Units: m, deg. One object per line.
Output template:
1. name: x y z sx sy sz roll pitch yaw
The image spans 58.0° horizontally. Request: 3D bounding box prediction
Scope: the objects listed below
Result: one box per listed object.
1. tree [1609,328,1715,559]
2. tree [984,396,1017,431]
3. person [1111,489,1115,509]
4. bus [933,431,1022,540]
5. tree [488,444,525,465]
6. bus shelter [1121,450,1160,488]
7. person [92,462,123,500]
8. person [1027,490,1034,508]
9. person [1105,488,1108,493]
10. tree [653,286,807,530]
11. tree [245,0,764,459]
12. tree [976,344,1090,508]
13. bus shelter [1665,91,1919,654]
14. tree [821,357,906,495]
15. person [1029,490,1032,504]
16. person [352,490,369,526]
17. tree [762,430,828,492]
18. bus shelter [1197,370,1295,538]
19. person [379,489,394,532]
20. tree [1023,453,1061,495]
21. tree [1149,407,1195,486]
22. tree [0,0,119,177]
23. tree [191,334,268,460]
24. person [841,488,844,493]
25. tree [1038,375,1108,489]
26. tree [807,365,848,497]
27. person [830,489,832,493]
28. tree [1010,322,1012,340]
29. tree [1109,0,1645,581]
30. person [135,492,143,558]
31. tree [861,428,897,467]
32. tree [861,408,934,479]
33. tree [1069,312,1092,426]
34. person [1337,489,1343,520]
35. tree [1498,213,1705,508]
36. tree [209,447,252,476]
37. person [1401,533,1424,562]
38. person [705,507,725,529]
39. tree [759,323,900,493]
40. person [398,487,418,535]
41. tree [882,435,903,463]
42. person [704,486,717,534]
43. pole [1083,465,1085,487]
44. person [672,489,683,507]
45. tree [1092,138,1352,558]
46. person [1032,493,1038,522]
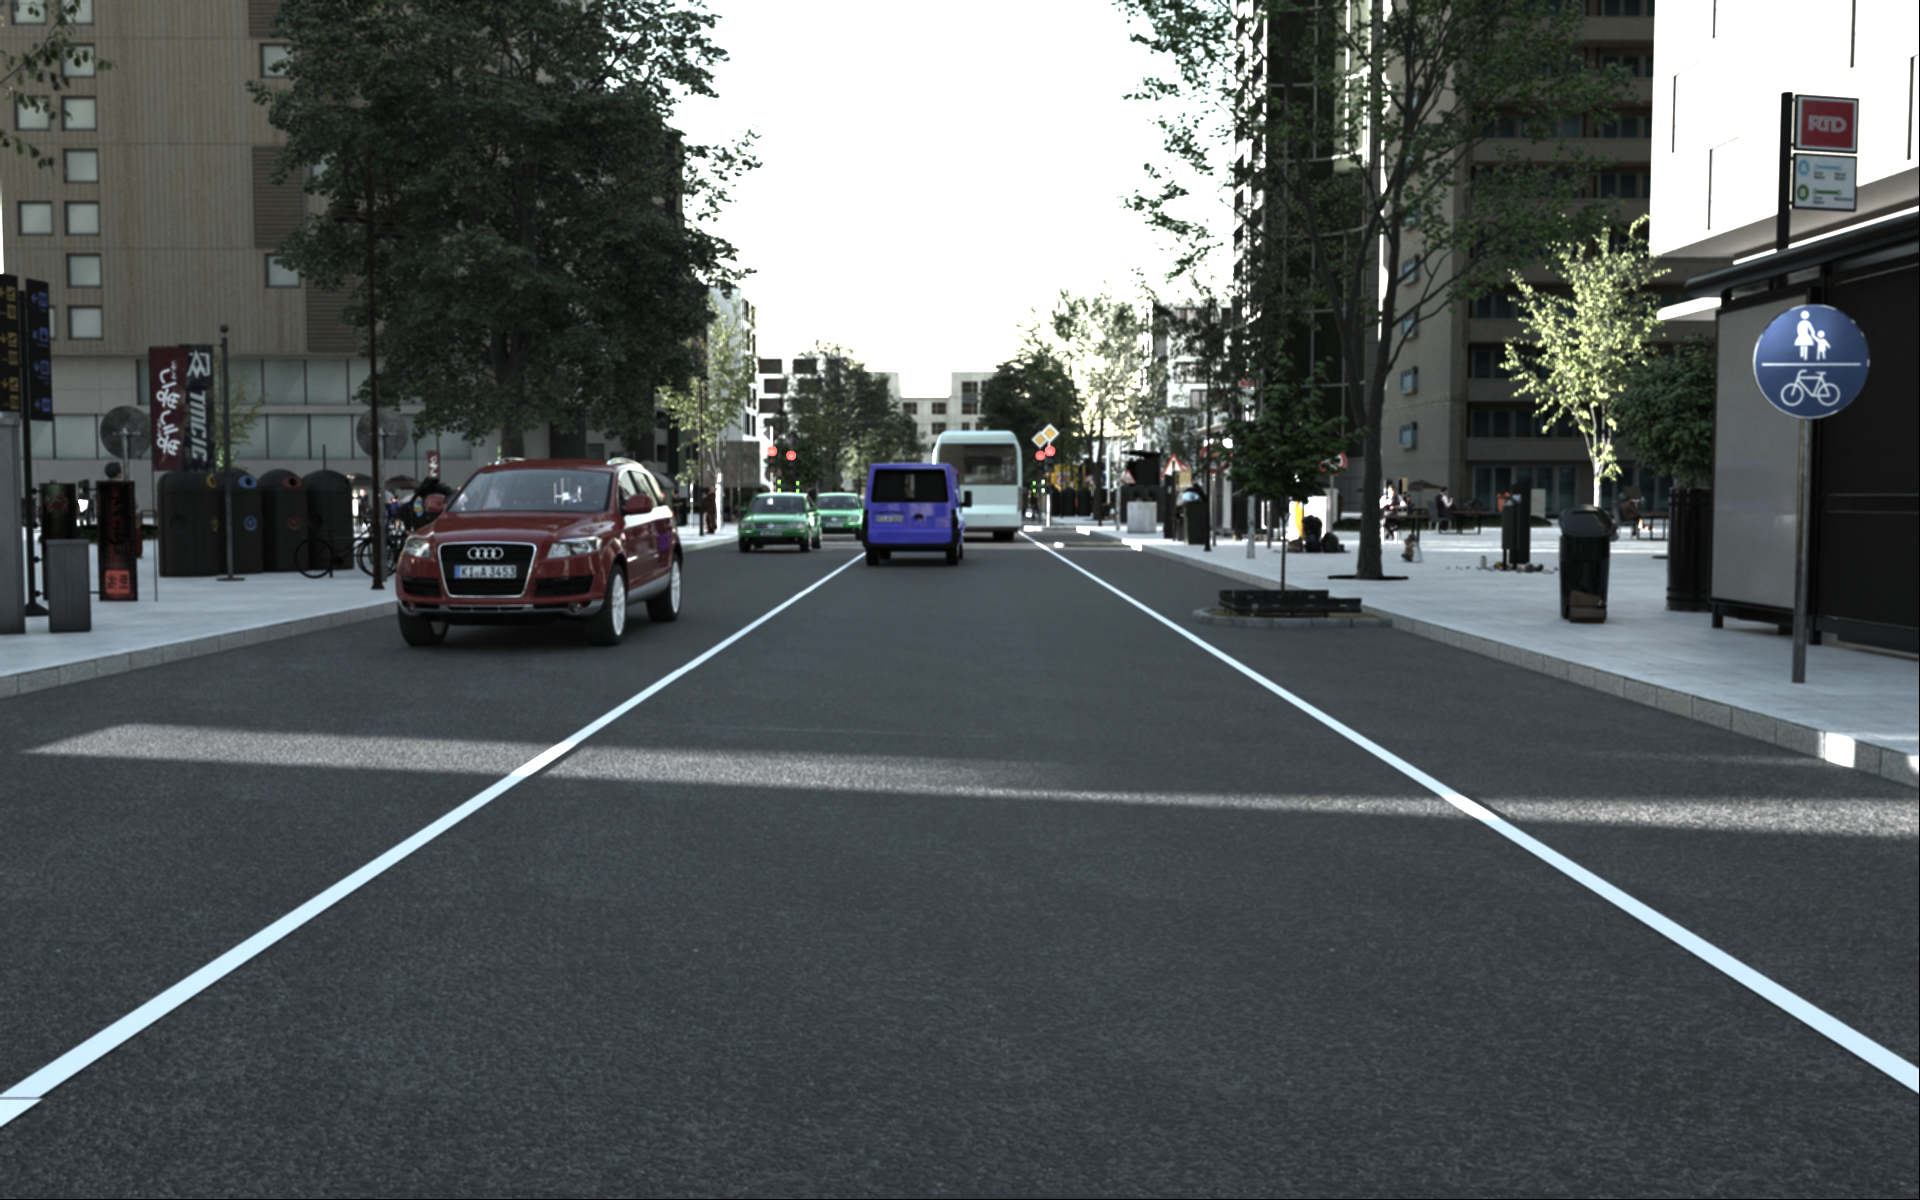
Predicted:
1. tree: 14.634 -3.099 34.385 4.285 4.588 4.351 0 3 0
2. tree: 5.631 -16.810 192.976 7.486 12.596 7.792 0 3 0
3. person: 13.239 -8.728 149.436 0.565 1.739 0.600 0 4 1
4. bus: 0.390 -3.786 56.765 2.948 3.499 13.247 0 4 -1
5. tree: -14.909 -3.825 57.143 1.663 3.219 1.824 0 3 0
6. bus shelter: 9.779 -6.304 94.355 1.731 3.624 6.357 0 3 0
7. person: -11.983 -1.082 24.451 0.376 1.734 0.841 -2 4 -33
8. person: 6.481 -9.051 154.545 1.217 1.766 0.721 0 4 -4
9. person: 13.852 -9.709 164.785 0.705 1.824 1.348 0 4 3
10. tree: -8.679 -6.785 61.303 4.737 8.622 4.395 0 3 0
11. tree: -8.763 -7.795 34.107 9.857 13.997 8.962 0 3 0
12. tree: 6.303 -14.527 144.165 9.857 13.997 8.962 0 3 0
13. bus shelter: 8.025 -2.288 15.036 2.179 5.291 8.768 0 4 0
14. tree: -8.369 -13.815 143.998 7.486 12.596 7.792 0 3 0
15. person: 8.685 -12.690 213.531 0.705 1.823 1.348 1 4 14
16. person: -25.023 -3.847 72.204 0.742 1.727 0.445 -3 5 -39
17. tree: -8.455 -6.427 88.801 4.285 4.588 4.351 0 3 0
18. bus shelter: 8.658 -4.658 53.790 2.179 5.291 8.768 0 4 0
19. person: -19.421 -3.070 58.455 0.614 1.554 0.590 0 4 -7
20. tree: 6.316 -8.881 128.910 4.285 4.588 4.351 0 3 0
21. tree: 17.880 -11.974 146.130 4.737 8.622 4.395 0 3 0
22. tree: -8.592 -3.790 12.335 4.360 8.622 3.978 0 3 0
23. tree: -34.810 -7.980 80.831 4.737 8.622 4.395 0 3 0
24. person: -5.778 -4.661 85.418 0.576 1.737 0.504 0 4 -4
25. tree: 6.423 -9.334 102.979 4.737 8.622 4.395 0 3 0
26. tree: -8.118 -9.010 97.677 4.737 8.622 4.395 0 3 0
27. person: -11.239 -8.892 152.231 0.445 1.727 0.742 2 4 25
28. tree: 6.529 -9.674 83.921 9.928 11.665 9.643 0 3 0
29. tree: 6.026 -6.109 25.632 9.928 11.665 9.643 0 3 0
30. person: -16.539 -1.592 34.545 0.523 1.526 0.387 1 4 9
31. tree: -8.076 -12.694 157.908 4.360 8.622 3.978 0 3 0
32. tree: -8.141 -18.876 225.635 9.611 12.733 9.660 0 3 0
33. tree: 5.815 -6.771 61.063 4.360 8.622 3.978 0 3 0
34. person: 18.439 -4.650 84.339 0.388 1.546 0.482 0 4 -2
35. tree: 16.058 -5.724 43.949 4.737 8.622 4.395 0 3 0
36. tree: -27.188 -4.255 64.178 1.663 3.219 1.824 0 3 0
37. person: 8.547 -0.988 32.670 0.357 0.543 0.381 3 5 40
38. person: -8.873 -2.975 62.973 0.655 0.850 0.859 -2 4 -32
39. tree: -9.149 -13.060 123.901 12.009 13.543 11.850 0 3 0
40. person: -12.184 -1.796 38.601 0.628 1.438 0.799 -1 4 -18
41. tree: -9.125 -16.175 214.816 4.737 8.622 4.395 0 3 0
42. person: -8.035 -2.905 55.810 0.388 1.546 0.482 -3 5 -39
43. pole: 8.369 -7.529 116.946 0.158 3.312 0.155 0 3 0
44. person: -8.175 -2.383 48.190 0.799 1.438 0.628 -2 4 -26
45. tree: 5.617 -5.146 34.502 4.360 8.622 3.978 0 3 0
46. person: 3.887 -4.716 88.143 0.613 1.512 0.480 2 4 27
